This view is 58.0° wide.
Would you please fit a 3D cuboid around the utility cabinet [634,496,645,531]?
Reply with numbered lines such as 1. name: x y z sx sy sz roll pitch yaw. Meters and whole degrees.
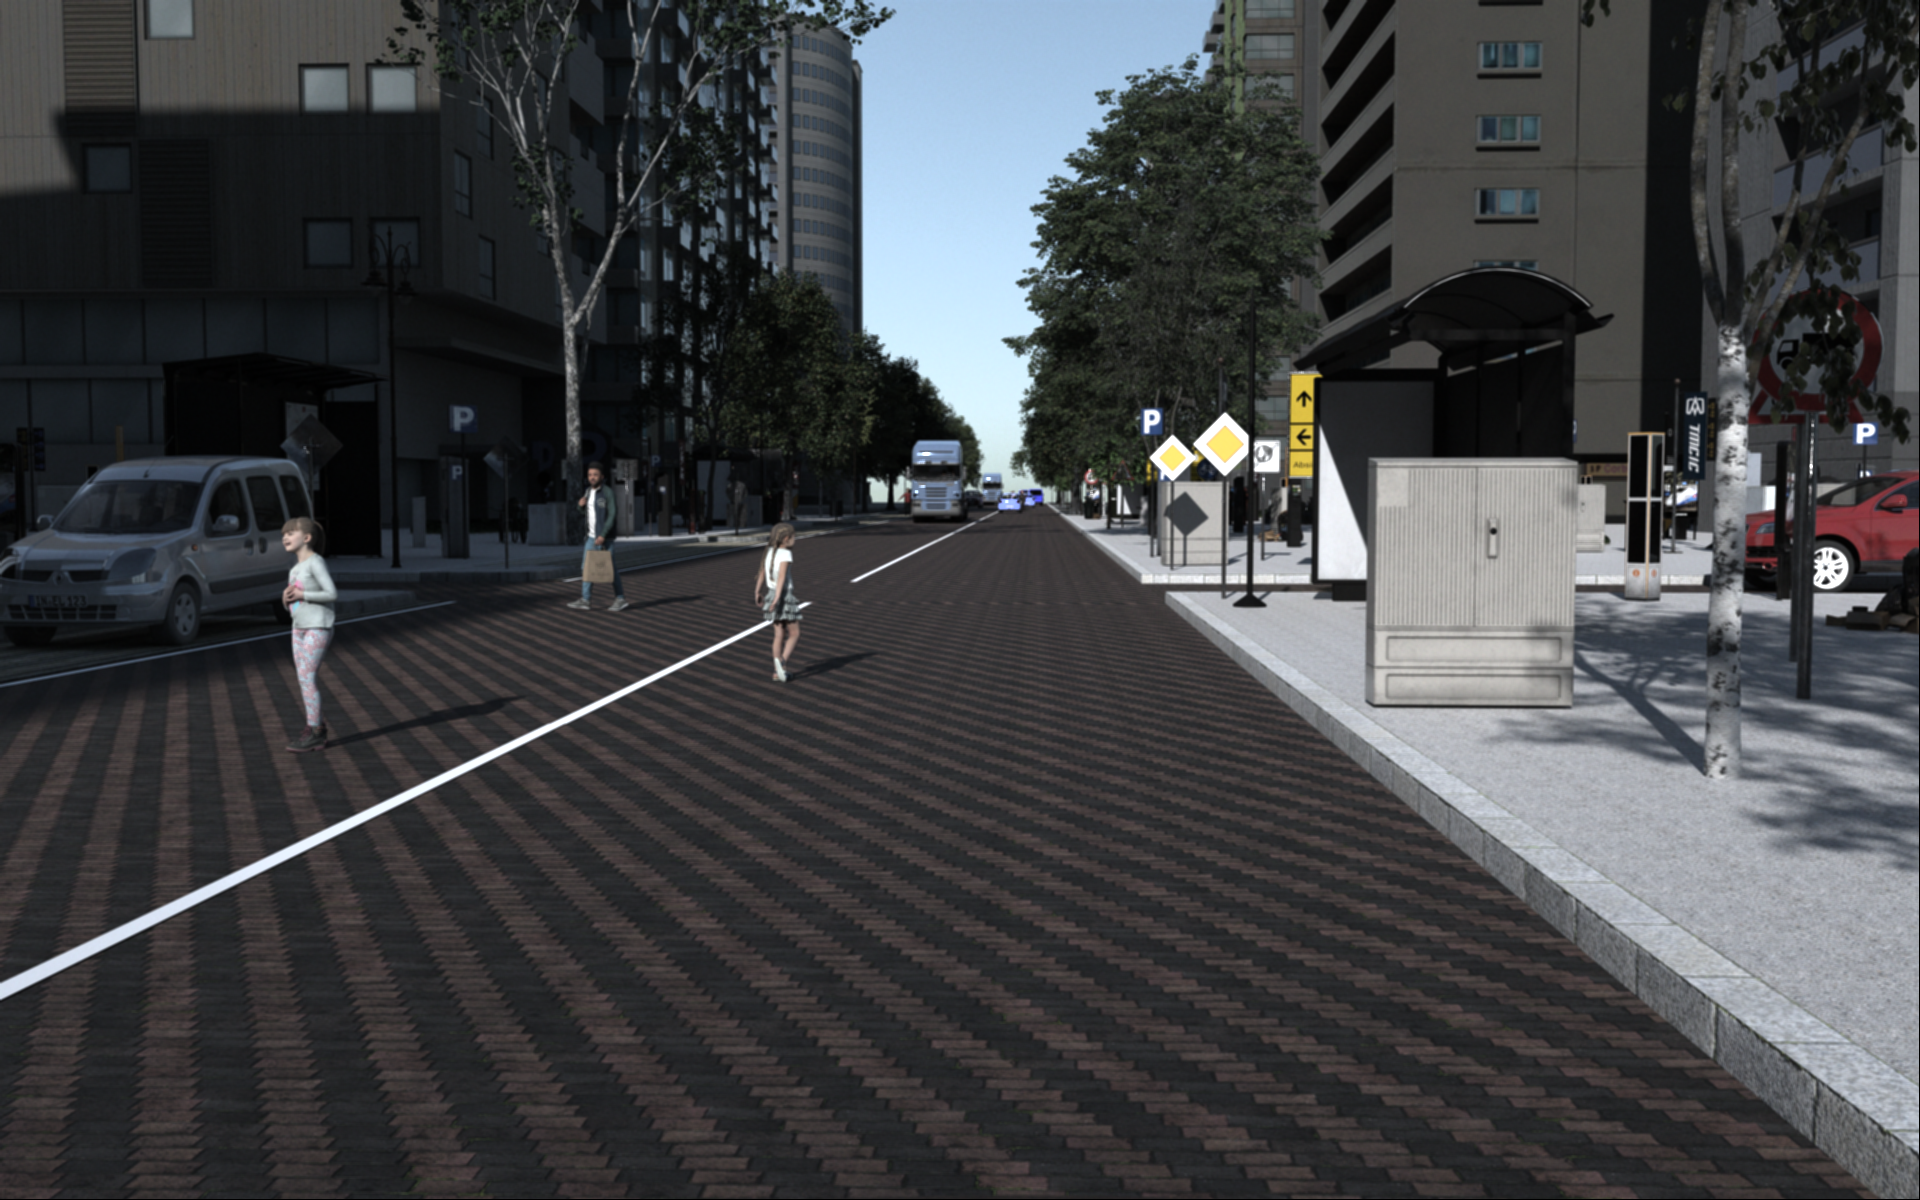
1. utility cabinet: -11.157 -3.001 60.234 0.306 1.237 1.020 0 4 -6

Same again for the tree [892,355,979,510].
1. tree: -5.470 -13.584 139.108 9.611 12.733 9.660 0 3 0

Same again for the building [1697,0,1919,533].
1. building: 38.658 -30.931 47.715 28.212 58.520 21.231 0 4 2

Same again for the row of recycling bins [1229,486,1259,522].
1. row of recycling bins: 12.773 -4.520 81.022 1.069 1.692 3.534 3 5 43

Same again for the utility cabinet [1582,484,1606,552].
1. utility cabinet: 13.567 -1.802 38.137 1.173 1.500 0.318 0 4 1

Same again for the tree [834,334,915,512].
1. tree: -6.830 -12.519 122.816 7.486 12.596 7.792 0 3 0

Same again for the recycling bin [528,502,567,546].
1. recycling bin: -10.321 -1.881 43.316 0.722 1.027 0.722 1 4 11

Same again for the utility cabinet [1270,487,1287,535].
1. utility cabinet: 9.826 -2.721 53.174 0.318 1.500 1.173 0 4 -5

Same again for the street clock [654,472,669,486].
1. street clock: -9.583 -3.130 55.739 0.471 2.002 0.358 -3 5 -40

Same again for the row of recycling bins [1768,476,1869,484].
1. row of recycling bins: 20.431 -2.004 39.883 3.534 1.692 1.069 1 4 9

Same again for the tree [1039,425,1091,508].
1. tree: 10.393 -14.831 160.612 7.486 12.596 7.792 0 3 0

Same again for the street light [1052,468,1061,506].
1. street light: 12.383 -15.285 222.697 0.468 5.910 1.993 0 4 2

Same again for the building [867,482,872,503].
1. building: -28.984 -33.541 240.271 32.217 40.220 23.993 0 4 2

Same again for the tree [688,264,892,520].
1. tree: -8.574 -10.356 86.320 9.611 12.733 9.660 0 3 0

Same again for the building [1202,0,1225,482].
1. building: 33.062 -32.561 151.977 23.786 49.044 30.456 0 4 2

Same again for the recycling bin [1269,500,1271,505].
1. recycling bin: 14.019 -3.872 75.865 0.722 1.027 0.722 -2 4 -27

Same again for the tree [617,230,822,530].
1. tree: -8.608 -7.746 61.053 7.601 10.594 8.767 1 4 12

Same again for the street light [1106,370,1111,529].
1. street light: 5.476 -5.553 63.581 0.468 5.910 1.993 0 4 2

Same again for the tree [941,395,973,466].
1. tree: -3.598 -17.665 199.191 12.009 13.543 11.850 0 3 0

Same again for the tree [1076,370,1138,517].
1. tree: 8.422 -9.051 98.350 4.737 8.622 4.395 0 3 0

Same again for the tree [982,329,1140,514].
1. tree: 7.633 -11.872 111.117 9.611 12.733 9.660 0 3 0

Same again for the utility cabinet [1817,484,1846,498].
1. utility cabinet: 18.322 -1.719 36.790 1.173 1.500 0.318 3 5 43

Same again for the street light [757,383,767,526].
1. street light: -8.048 -5.958 70.195 0.468 5.910 1.993 0 4 2

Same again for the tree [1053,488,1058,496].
1. tree: 14.723 -18.785 257.494 4.737 8.622 4.395 0 3 0

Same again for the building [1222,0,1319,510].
1. building: 26.608 -27.314 130.185 14.154 41.232 14.086 0 4 2

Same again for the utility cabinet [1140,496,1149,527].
1. utility cabinet: 7.247 -3.470 67.898 0.306 1.237 1.020 1 4 11

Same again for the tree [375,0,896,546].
1. tree: -8.418 -11.357 41.568 12.611 20.169 13.585 0 3 0

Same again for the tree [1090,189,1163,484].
1. tree: 4.813 -5.515 40.533 4.360 8.622 3.978 0 3 0

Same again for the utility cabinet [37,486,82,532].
1. utility cabinet: -24.628 -2.376 47.532 1.173 1.500 0.318 -2 4 -24

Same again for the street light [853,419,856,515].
1. street light: -6.470 -8.174 106.427 0.468 5.910 1.993 0 4 2

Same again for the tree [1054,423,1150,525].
1. tree: 6.795 -5.451 72.830 4.285 4.588 4.351 0 3 0

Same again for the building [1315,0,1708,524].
1. building: 29.496 -28.054 82.390 21.300 48.544 21.600 0 4 2

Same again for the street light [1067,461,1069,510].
1. street light: 8.679 -10.185 139.308 0.468 5.910 1.993 0 4 2

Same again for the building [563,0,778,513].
1. building: -28.094 -32.487 150.766 23.786 49.044 30.456 0 4 2

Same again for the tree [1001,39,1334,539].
1. tree: 5.836 -8.749 49.704 9.857 13.997 8.962 0 3 0

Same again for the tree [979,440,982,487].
1. tree: -4.078 -15.163 164.917 9.611 12.733 9.660 0 3 0

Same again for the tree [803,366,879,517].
1. tree: -7.549 -8.934 96.440 4.737 8.622 4.395 0 3 0

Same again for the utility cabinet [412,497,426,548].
1. utility cabinet: -13.011 -1.864 41.642 0.306 1.237 1.020 -1 4 -16

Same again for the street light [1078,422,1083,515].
1. street light: 7.290 -8.011 103.765 0.468 5.910 1.993 0 4 2

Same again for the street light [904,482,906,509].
1. street light: -4.679 -10.685 147.488 0.468 5.910 1.993 0 4 2

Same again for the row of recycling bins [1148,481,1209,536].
1. row of recycling bins: 7.010 -2.897 54.471 1.069 1.692 3.534 3 4 38

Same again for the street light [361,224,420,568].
1. street light: -9.825 -3.500 30.009 0.468 5.910 1.993 0 4 2

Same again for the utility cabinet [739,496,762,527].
1. utility cabinet: -8.273 -3.465 67.816 1.020 1.237 0.306 1 4 14

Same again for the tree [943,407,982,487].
1. tree: -2.214 -18.630 222.725 7.486 12.596 7.792 0 3 0

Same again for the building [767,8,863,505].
1. building: -23.856 -41.061 213.350 21.231 58.520 28.212 0 4 2

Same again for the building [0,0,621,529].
1. building: -31.265 -29.661 74.199 28.713 52.752 27.495 0 4 2

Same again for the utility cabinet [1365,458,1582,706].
1. utility cabinet: 3.068 -0.107 10.424 1.173 1.500 0.318 0 4 3

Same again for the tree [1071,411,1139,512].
1. tree: 9.252 -12.024 122.345 9.928 11.665 9.643 0 3 0

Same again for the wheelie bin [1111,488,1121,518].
1. wheelie bin: 8.296 -5.102 91.325 0.980 1.594 0.693 2 4 30

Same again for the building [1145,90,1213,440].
1. building: 38.198 -38.797 223.566 28.713 52.752 27.495 0 4 2

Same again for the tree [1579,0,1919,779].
1. tree: 3.684 -3.496 7.516 4.360 8.622 3.978 0 3 0

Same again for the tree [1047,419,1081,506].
1. tree: 10.023 -13.076 148.211 7.601 10.594 8.767 2 4 33

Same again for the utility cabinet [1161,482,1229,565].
1. utility cabinet: 4.213 -1.371 31.098 1.173 1.500 0.318 -1 4 -13
